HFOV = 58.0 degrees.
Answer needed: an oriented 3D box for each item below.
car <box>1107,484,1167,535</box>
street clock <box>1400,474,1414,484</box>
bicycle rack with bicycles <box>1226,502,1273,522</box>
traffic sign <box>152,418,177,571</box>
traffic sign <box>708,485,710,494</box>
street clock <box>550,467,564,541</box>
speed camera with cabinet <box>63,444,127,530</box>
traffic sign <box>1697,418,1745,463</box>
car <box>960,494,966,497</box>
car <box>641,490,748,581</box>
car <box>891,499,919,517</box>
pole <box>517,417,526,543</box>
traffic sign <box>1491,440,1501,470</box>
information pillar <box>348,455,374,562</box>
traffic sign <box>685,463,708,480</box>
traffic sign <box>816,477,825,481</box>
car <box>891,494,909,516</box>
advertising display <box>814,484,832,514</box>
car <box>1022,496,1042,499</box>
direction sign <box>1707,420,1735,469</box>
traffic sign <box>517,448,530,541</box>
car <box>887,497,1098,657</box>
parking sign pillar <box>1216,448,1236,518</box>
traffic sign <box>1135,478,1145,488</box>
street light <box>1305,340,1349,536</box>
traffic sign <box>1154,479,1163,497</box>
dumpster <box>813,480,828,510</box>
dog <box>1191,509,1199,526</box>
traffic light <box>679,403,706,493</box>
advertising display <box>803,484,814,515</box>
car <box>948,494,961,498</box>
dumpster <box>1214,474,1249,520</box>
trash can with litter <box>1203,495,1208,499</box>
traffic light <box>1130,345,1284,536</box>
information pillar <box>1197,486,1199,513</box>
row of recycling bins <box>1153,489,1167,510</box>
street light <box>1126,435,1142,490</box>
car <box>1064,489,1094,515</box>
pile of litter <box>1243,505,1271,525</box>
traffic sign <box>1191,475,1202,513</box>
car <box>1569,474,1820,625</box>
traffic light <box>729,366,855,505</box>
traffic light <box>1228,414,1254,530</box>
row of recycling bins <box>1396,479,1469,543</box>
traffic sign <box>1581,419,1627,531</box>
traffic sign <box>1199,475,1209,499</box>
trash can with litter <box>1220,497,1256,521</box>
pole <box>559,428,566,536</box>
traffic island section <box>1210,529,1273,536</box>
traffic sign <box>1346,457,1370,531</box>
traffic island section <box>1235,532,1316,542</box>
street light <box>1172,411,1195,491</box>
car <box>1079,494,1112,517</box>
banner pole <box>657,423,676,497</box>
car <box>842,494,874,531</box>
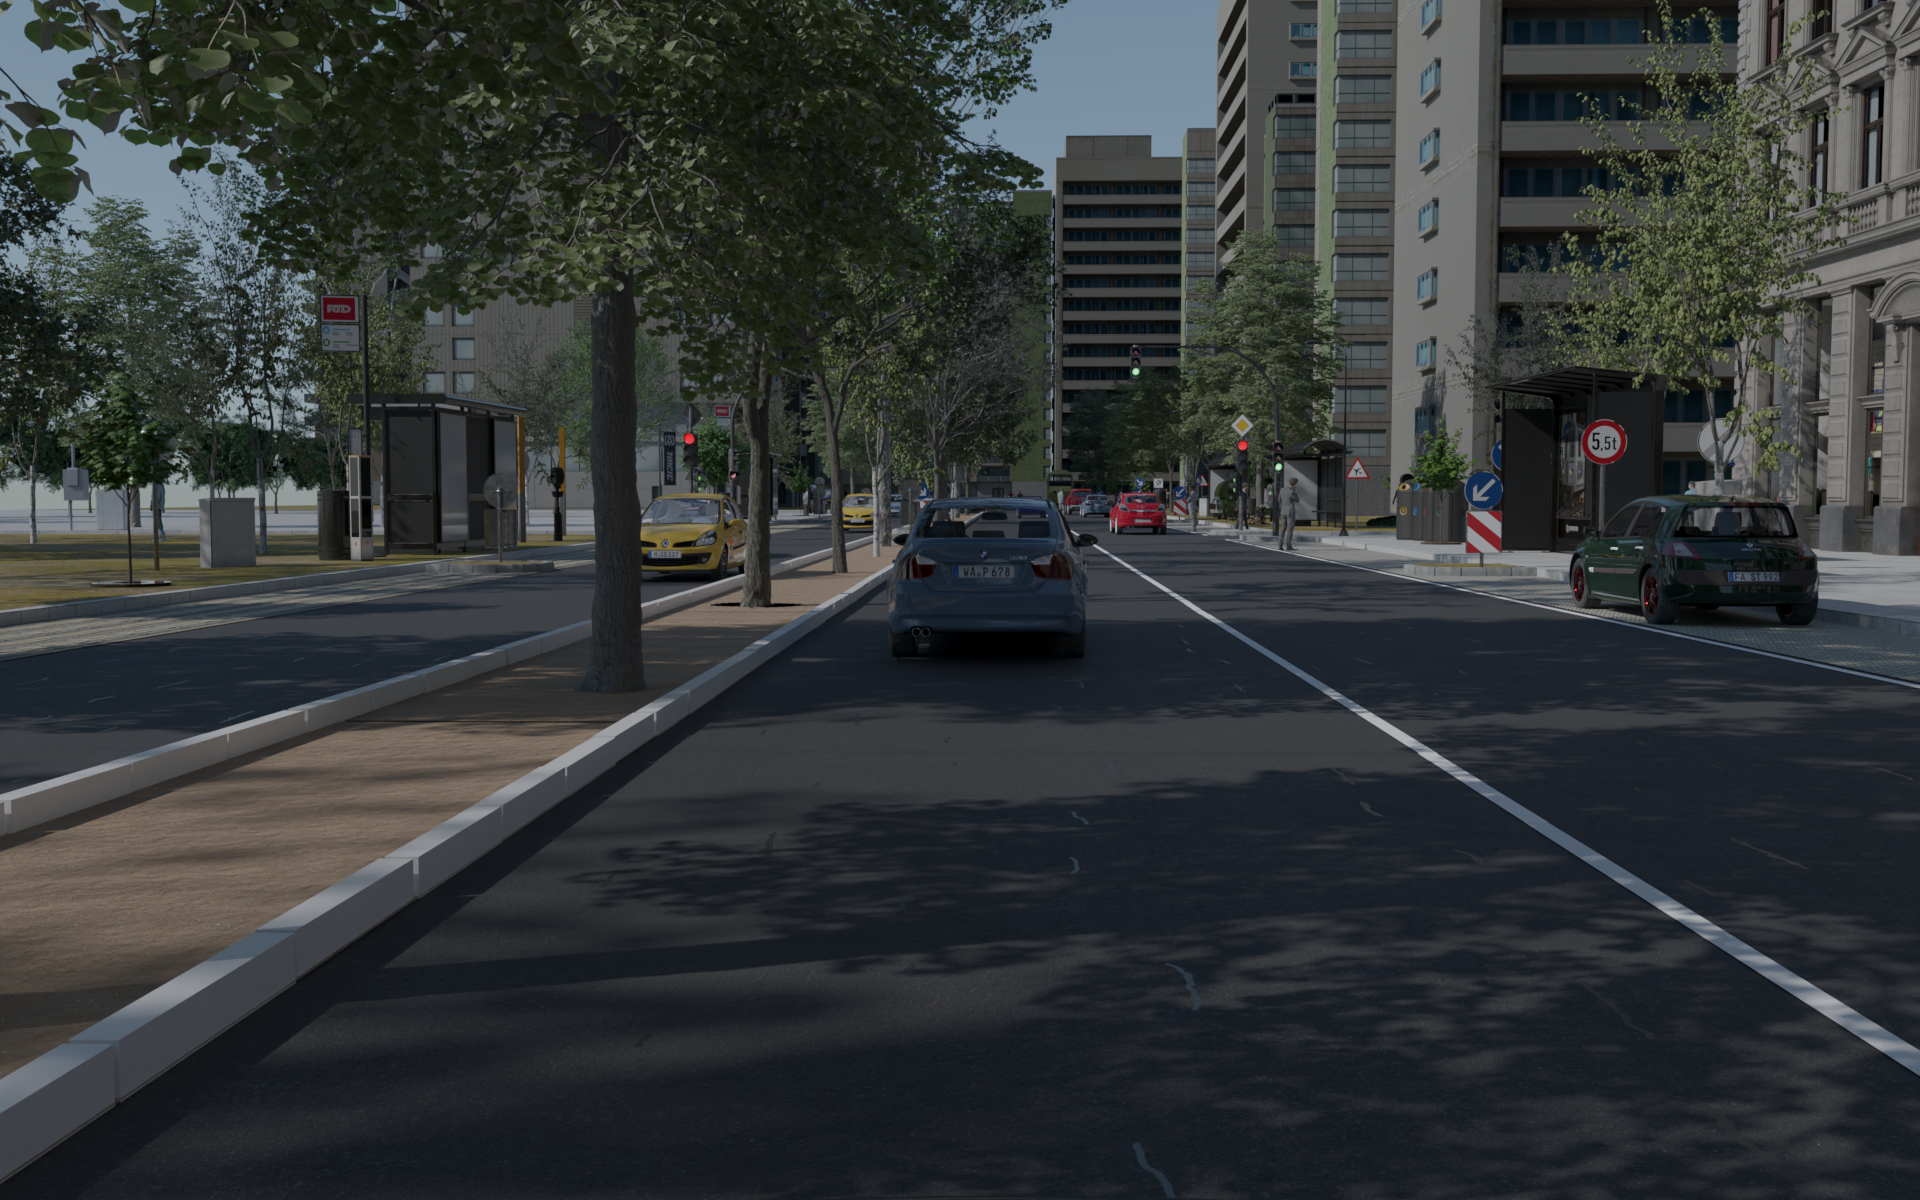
[{"bbox_3d":[6.393,-3.262,62.375,2.155,1.783,4.494,0,4,1],"label":"car"},{"bbox_3d":[15.760,-3.457,61.091,0.471,2.002,0.358,0,4,-7],"label":"street clock"},{"bbox_3d":[13.526,-4.087,80.210,2.852,0.926,2.925,1,4,19],"label":"bicycle rack with bicycles"},{"bbox_3d":[-13.450,-1.763,28.931,0.768,2.556,0.104,0,4,2],"label":"traffic sign"},{"bbox_3d":[-11.497,-4.853,79.457,0.768,2.556,0.104,1,4,9],"label":"traffic sign"},{"bbox_3d":[-10.946,-2.603,47.128,0.358,2.002,0.471,-2,4,-33],"label":"street clock"},{"bbox_3d":[-30.712,-4.114,61.600,2.038,3.252,0.660,0,4,-7],"label":"speed camera with cabinet"},{"bbox_3d":[12.793,-1.779,29.185,0.768,2.556,0.104,0,4,8],"label":"traffic sign"},{"bbox_3d":[0.409,-11.474,197.378,2.009,1.686,4.222,0,4,2],"label":"car"},{"bbox_3d":[-4.673,-1.203,29.888,2.015,1.641,3.980,0,4,3],"label":"car"},{"bbox_3d":[-3.397,-5.927,109.268,2.083,1.381,4.827,0,3,0],"label":"car"},{"bbox_3d":[-11.576,-3.174,45.741,0.158,3.312,0.155,0,3,0],"label":"pole"},{"bbox_3d":[12.444,-2.401,39.365,0.768,2.556,0.104,0,4,5],"label":"traffic sign"},{"bbox_3d":[-11.422,-1.746,33.043,0.304,2.012,0.304,2,4,33],"label":"information pillar"},{"bbox_3d":[-9.994,-4.016,65.668,0.884,2.594,0.081,0,4,6],"label":"traffic sign"},{"bbox_3d":[-10.304,-7.765,127.065,0.768,2.556,0.104,1,4,10],"label":"traffic sign"},{"bbox_3d":[-3.730,-5.595,103.481,2.014,1.417,4.499,0,4,3],"label":"car"},{"bbox_3d":[-8.824,-6.570,112.636,0.974,1.923,0.123,0,4,3],"label":"advertising display"},{"bbox_3d":[4.236,-5.540,103.160,1.945,1.354,3.894,0,4,0],"label":"car"},{"bbox_3d":[23.376,-3.744,53.210,0.876,3.537,0.379,0,4,-6],"label":"direction sign"},{"bbox_3d":[-12.183,-2.903,47.567,0.768,2.556,0.104,1,4,9],"label":"traffic sign"},{"bbox_3d":[0.320,-0.278,16.541,2.014,1.417,4.499,0,4,3],"label":"car"},{"bbox_3d":[14.737,-6.529,95.222,1.447,3.967,1.447,0,4,6],"label":"parking sign pillar"},{"bbox_3d":[13.865,-8.172,133.719,0.768,2.556,0.104,0,4,6],"label":"traffic sign"},{"bbox_3d":[11.128,-4.891,52.514,1.470,5.913,1.316,0,4,2],"label":"street light"},{"bbox_3d":[13.333,-6.988,116.376,0.606,2.300,0.079,0,4,5],"label":"traffic sign"},{"bbox_3d":[-9.673,-7.089,118.399,1.502,2.255,1.985,0,4,2],"label":"dumpster"},{"bbox_3d":[10.488,-3.740,77.978,0.513,0.831,0.800,3,5,42],"label":"dog"},{"bbox_3d":[-8.291,-3.954,53.567,0.839,4.253,0.868,0,4,2],"label":"traffic light"},{"bbox_3d":[-9.920,-6.681,114.452,0.974,1.923,0.123,-1,4,-23],"label":"advertising display"},{"bbox_3d":[-0.606,-10.094,175.257,2.015,1.641,3.980,0,4,0],"label":"car"},{"bbox_3d":[13.414,-5.077,85.495,1.502,2.255,1.985,0,4,2],"label":"dumpster"},{"bbox_3d":[14.976,-5.717,104.526,1.678,1.210,2.233,1,4,20],"label":"trash can with litter"},{"bbox_3d":[7.569,-4.789,52.962,4.771,5.953,1.251,0,4,2],"label":"traffic light"},{"bbox_3d":[16.037,-6.937,117.909,0.304,2.012,0.304,-2,4,-35],"label":"information pillar"},{"bbox_3d":[15.259,-7.668,132.485,1.069,1.692,3.534,1,4,9],"label":"row of recycling bins"},{"bbox_3d":[13.692,-9.998,136.004,1.470,5.913,1.316,0,4,2],"label":"street light"},{"bbox_3d":[8.565,-6.984,122.869,2.281,1.827,5.304,0,4,1],"label":"car"},{"bbox_3d":[12.450,-3.609,72.975,1.176,0.858,1.719,0,4,-7],"label":"pile of litter"},{"bbox_3d":[15.402,-6.902,112.950,0.768,2.556,0.104,0,4,2],"label":"traffic sign"},{"bbox_3d":[8.473,-0.641,20.270,2.009,1.686,4.222,0,4,3],"label":"car"},{"bbox_3d":[-5.956,-5.312,61.520,4.771,5.953,1.251,0,4,2],"label":"traffic light"},{"bbox_3d":[9.904,-4.410,61.021,0.839,4.253,0.868,0,4,2],"label":"traffic light"},{"bbox_3d":[12.860,-2.447,47.126,1.069,1.692,3.534,0,4,-7],"label":"row of recycling bins"},{"bbox_3d":[10.984,-1.805,29.625,0.768,2.556,0.104,0,4,3],"label":"traffic sign"},{"bbox_3d":[15.956,-6.984,114.197,0.884,2.594,0.081,0,4,7],"label":"traffic sign"},{"bbox_3d":[13.591,-4.411,83.169,2.233,1.210,1.678,0,4,3],"label":"trash can with litter"},{"bbox_3d":[-12.211,-3.632,53.229,0.158,3.312,0.155,0,3,0],"label":"pole"},{"bbox_3d":[9.944,-2.376,61.134,2.009,0.180,2.903,0,4,2],"label":"traffic island section"},{"bbox_3d":[13.917,-3.713,60.706,0.884,2.594,0.081,1,4,10],"label":"traffic sign"},{"bbox_3d":[9.702,-1.888,53.153,2.009,0.180,2.903,0,4,2],"label":"traffic island section"},{"bbox_3d":[12.497,-7.573,96.356,1.470,5.913,1.316,0,4,2],"label":"street light"},{"bbox_3d":[8.401,-5.824,107.229,2.014,1.417,4.499,0,4,1],"label":"car"},{"bbox_3d":[-10.370,-4.345,61.058,0.863,3.779,0.401,-2,4,-34],"label":"banner pole"},{"bbox_3d":[-3.701,-3.379,65.466,2.015,1.641,3.980,0,4,2],"label":"car"}]
